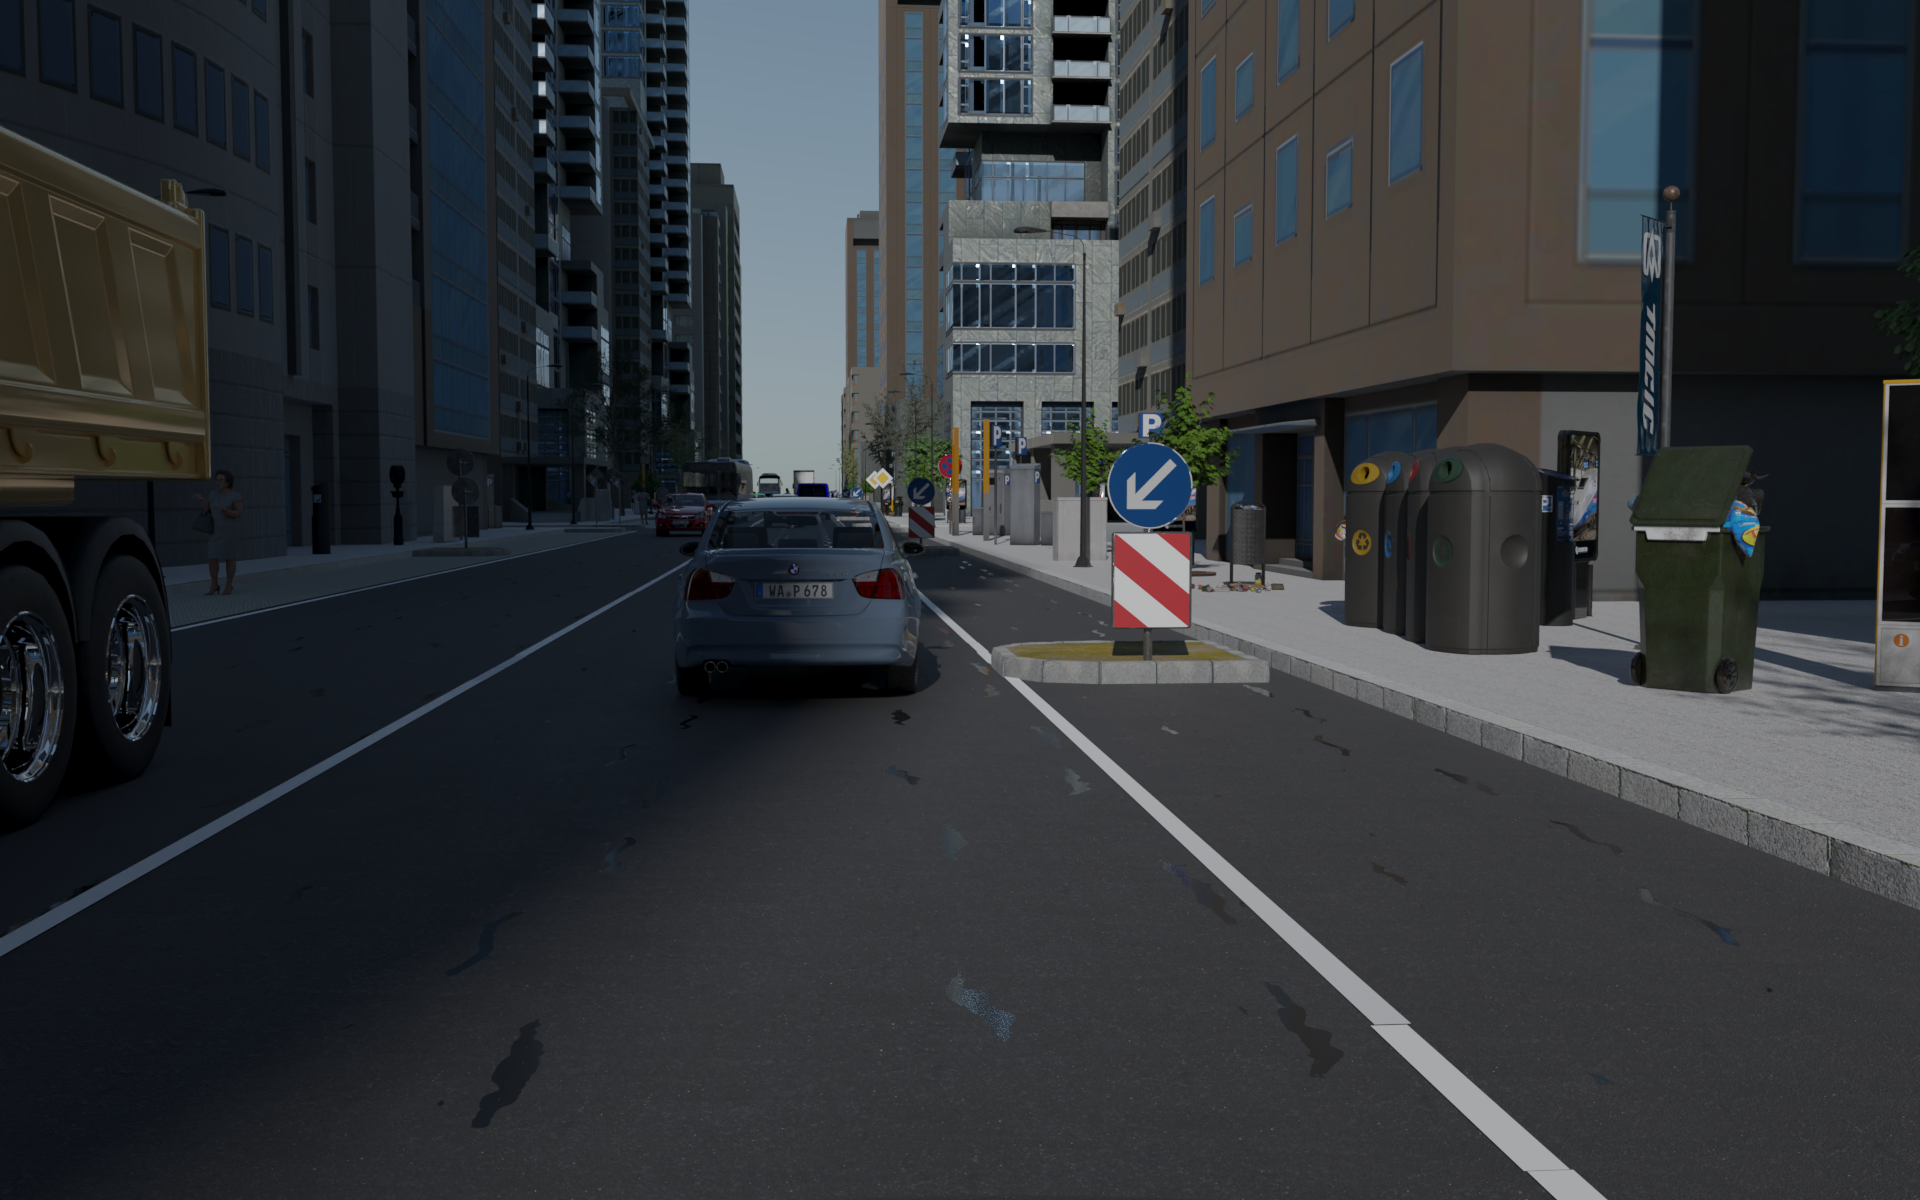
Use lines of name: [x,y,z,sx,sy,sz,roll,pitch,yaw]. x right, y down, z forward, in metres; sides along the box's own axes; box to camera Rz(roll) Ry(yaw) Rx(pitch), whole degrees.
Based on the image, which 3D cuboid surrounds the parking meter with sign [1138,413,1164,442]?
parking meter with sign: [4.156,-2.451,36.328,0.543,3.016,1.738,0,4,-4]

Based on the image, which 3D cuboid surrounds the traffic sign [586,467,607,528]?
traffic sign: [-13.708,-3.773,65.325,0.795,2.450,0.064,0,4,-5]

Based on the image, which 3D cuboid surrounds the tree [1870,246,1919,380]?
tree: [10.802,-2.041,17.084,4.285,4.588,4.351,0,3,0]

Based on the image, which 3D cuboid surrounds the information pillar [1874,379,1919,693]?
information pillar: [6.156,-0.415,11.270,0.304,2.012,0.304,2,4,31]

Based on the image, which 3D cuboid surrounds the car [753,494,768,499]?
car: [-20.125,-10.042,172.990,1.959,1.807,4.718,0,4,-6]

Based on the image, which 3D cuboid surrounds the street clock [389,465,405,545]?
street clock: [-14.085,-2.375,43.396,0.358,2.002,0.471,-3,5,-40]

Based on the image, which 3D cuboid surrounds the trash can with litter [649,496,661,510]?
trash can with litter: [-24.843,-8.009,142.005,2.233,1.210,1.678,1,4,22]

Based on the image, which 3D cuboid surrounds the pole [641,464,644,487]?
pole: [-21.612,-7.599,118.090,0.158,3.312,0.155,0,3,0]

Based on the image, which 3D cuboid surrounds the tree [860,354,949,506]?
tree: [-2.667,-8.566,90.416,4.360,8.622,3.978,0,3,0]

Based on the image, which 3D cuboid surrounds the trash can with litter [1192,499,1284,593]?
trash can with litter: [3.450,-0.738,23.123,2.233,1.210,1.678,-1,4,-23]

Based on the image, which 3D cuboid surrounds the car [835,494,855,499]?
car: [-9.070,-7.765,135.746,1.959,1.807,4.718,0,4,-6]

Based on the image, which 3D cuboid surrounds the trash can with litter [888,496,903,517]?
trash can with litter: [-3.671,-5.282,97.749,0.624,1.170,1.055,-3,5,-42]

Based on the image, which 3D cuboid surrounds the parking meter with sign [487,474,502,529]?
parking meter with sign: [-17.847,-4.198,64.891,1.738,3.016,0.543,3,4,36]

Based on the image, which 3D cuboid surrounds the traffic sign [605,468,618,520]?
traffic sign: [-17.192,-5.235,85.700,0.768,2.556,0.104,0,4,-3]

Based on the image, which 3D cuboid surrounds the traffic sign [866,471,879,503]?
traffic sign: [-3.644,-4.315,74.192,0.795,2.450,0.064,0,4,-5]

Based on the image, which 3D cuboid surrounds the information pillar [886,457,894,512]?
information pillar: [-4.417,-7.231,109.576,0.504,3.616,0.183,1,4,14]

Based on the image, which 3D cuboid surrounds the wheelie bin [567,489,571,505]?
wheelie bin: [-22.601,-5.731,101.613,0.980,1.594,0.693,-2,4,-27]

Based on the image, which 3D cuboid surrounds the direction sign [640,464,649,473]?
direction sign: [-23.510,-8.389,129.161,0.876,3.537,0.379,2,4,32]

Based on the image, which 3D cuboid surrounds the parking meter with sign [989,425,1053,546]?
parking meter with sign: [1.632,-2.882,43.377,1.738,3.016,0.543,2,4,28]

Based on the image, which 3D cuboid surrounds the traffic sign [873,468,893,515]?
traffic sign: [-2.952,-3.828,66.237,0.795,2.450,0.064,0,4,-5]

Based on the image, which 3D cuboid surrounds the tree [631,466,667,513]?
tree: [-20.826,-7.473,116.785,1.663,3.219,1.824,0,3,0]

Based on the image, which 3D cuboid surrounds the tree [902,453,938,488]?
tree: [-1.789,-5.294,81.150,1.663,3.219,1.824,0,3,0]

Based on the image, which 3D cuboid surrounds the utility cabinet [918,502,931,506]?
utility cabinet: [-1.937,-5.242,94.387,0.318,1.500,1.173,-1,4,-23]

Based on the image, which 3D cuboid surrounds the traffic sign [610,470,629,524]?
traffic sign: [-14.400,-4.259,73.280,0.795,2.450,0.064,0,4,-5]

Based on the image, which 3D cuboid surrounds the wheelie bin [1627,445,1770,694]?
wheelie bin: [4.859,-0.215,11.430,0.693,1.594,0.980,-3,4,-38]

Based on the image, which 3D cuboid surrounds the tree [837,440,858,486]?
tree: [-14.622,-17.233,232.129,4.737,8.622,4.395,0,3,0]

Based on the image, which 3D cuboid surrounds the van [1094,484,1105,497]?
van: [7.593,-3.976,72.011,4.112,2.044,2.013,0,4,-5]

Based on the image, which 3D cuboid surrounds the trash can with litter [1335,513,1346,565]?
trash can with litter: [4.402,-0.465,18.993,0.624,1.170,1.055,1,4,9]

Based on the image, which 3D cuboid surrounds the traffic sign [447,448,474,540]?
traffic sign: [-13.936,-2.949,48.326,0.768,2.556,0.104,0,4,-1]

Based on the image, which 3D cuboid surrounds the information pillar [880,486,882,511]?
information pillar: [-5.365,-7.117,120.858,0.304,2.012,0.304,1,4,15]

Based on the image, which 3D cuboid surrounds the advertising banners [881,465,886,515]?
advertising banners: [-4.636,-6.665,105.167,0.090,3.025,2.074,0,4,4]

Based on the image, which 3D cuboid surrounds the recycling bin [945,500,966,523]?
recycling bin: [-0.195,-3.938,76.932,0.722,1.027,0.722,1,4,23]

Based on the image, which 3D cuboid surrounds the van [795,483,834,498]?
van: [-8.216,-5.681,97.275,2.240,2.365,5.245,0,4,-4]

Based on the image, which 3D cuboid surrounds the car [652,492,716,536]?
car: [-9.554,-3.128,60.183,2.155,1.783,4.494,0,4,-5]

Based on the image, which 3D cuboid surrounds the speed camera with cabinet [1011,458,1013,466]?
speed camera with cabinet: [2.166,-6.137,94.671,2.038,3.252,0.660,3,5,40]

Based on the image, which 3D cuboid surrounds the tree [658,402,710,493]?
tree: [-22.064,-11.362,136.137,4.737,8.622,4.395,0,3,0]

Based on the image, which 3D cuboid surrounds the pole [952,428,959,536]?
pole: [-0.138,-3.627,53.143,0.158,3.312,0.155,0,3,0]

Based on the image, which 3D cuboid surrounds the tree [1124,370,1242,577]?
tree: [3.544,-1.990,27.138,1.663,3.219,1.824,0,3,0]

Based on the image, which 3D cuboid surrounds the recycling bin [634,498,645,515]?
recycling bin: [-20.024,-5.857,108.319,0.722,1.027,0.722,-1,4,-15]

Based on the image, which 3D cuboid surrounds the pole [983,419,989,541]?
pole: [0.718,-3.274,47.368,0.158,3.312,0.155,0,3,0]

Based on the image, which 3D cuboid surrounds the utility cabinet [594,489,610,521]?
utility cabinet: [-16.805,-4.448,81.411,0.318,1.500,1.173,1,4,10]

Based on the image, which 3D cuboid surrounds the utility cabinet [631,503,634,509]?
utility cabinet: [-27.142,-8.228,145.682,1.020,1.237,0.306,1,4,12]

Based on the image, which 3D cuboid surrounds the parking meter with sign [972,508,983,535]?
parking meter with sign: [1.174,-3.494,53.387,1.738,3.016,0.543,2,4,34]

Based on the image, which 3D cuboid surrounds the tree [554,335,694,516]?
tree: [-19.682,-10.199,101.174,8.767,10.594,7.601,0,4,-2]

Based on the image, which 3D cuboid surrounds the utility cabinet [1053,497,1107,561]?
utility cabinet: [2.310,-1.360,33.398,1.020,1.237,0.306,-1,4,-16]

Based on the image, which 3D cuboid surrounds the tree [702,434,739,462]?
tree: [-28.554,-15.761,208.057,4.360,8.622,3.978,0,3,0]

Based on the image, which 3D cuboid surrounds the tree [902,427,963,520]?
tree: [-1.371,-6.203,85.130,4.285,4.588,4.351,0,3,0]

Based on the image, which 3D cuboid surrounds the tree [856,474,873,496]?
tree: [-8.585,-10.325,163.415,1.663,3.219,1.824,0,3,0]

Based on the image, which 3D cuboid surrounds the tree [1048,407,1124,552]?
tree: [3.012,-2.683,38.467,1.663,3.219,1.824,0,3,0]

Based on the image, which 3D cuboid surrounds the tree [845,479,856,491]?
tree: [-12.348,-12.545,199.719,1.663,3.219,1.824,0,3,0]

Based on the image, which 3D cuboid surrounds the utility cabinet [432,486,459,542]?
utility cabinet: [-13.764,-2.302,46.319,0.318,1.500,1.173,0,4,3]

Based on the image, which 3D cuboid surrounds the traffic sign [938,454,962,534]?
traffic sign: [-0.308,-3.377,55.321,0.768,2.556,0.104,0,4,-2]

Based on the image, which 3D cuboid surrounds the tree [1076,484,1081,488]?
tree: [7.420,-6.720,93.589,4.285,4.588,4.351,0,3,0]

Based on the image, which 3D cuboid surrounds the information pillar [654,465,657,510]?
information pillar: [-24.685,-9.103,140.193,0.183,3.616,0.504,-1,4,-15]

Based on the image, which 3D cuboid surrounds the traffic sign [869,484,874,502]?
traffic sign: [-6.047,-7.421,121.444,0.768,2.556,0.104,0,4,-3]

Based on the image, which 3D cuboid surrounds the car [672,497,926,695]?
car: [-1.252,-0.104,13.707,2.014,1.417,4.499,0,4,-4]

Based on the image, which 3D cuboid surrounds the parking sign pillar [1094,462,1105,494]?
parking sign pillar: [6.274,-5.285,74.879,1.447,3.967,1.447,-2,4,-25]

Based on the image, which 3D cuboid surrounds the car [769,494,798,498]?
car: [-7.665,-4.034,75.747,2.009,1.686,4.222,0,4,-4]
